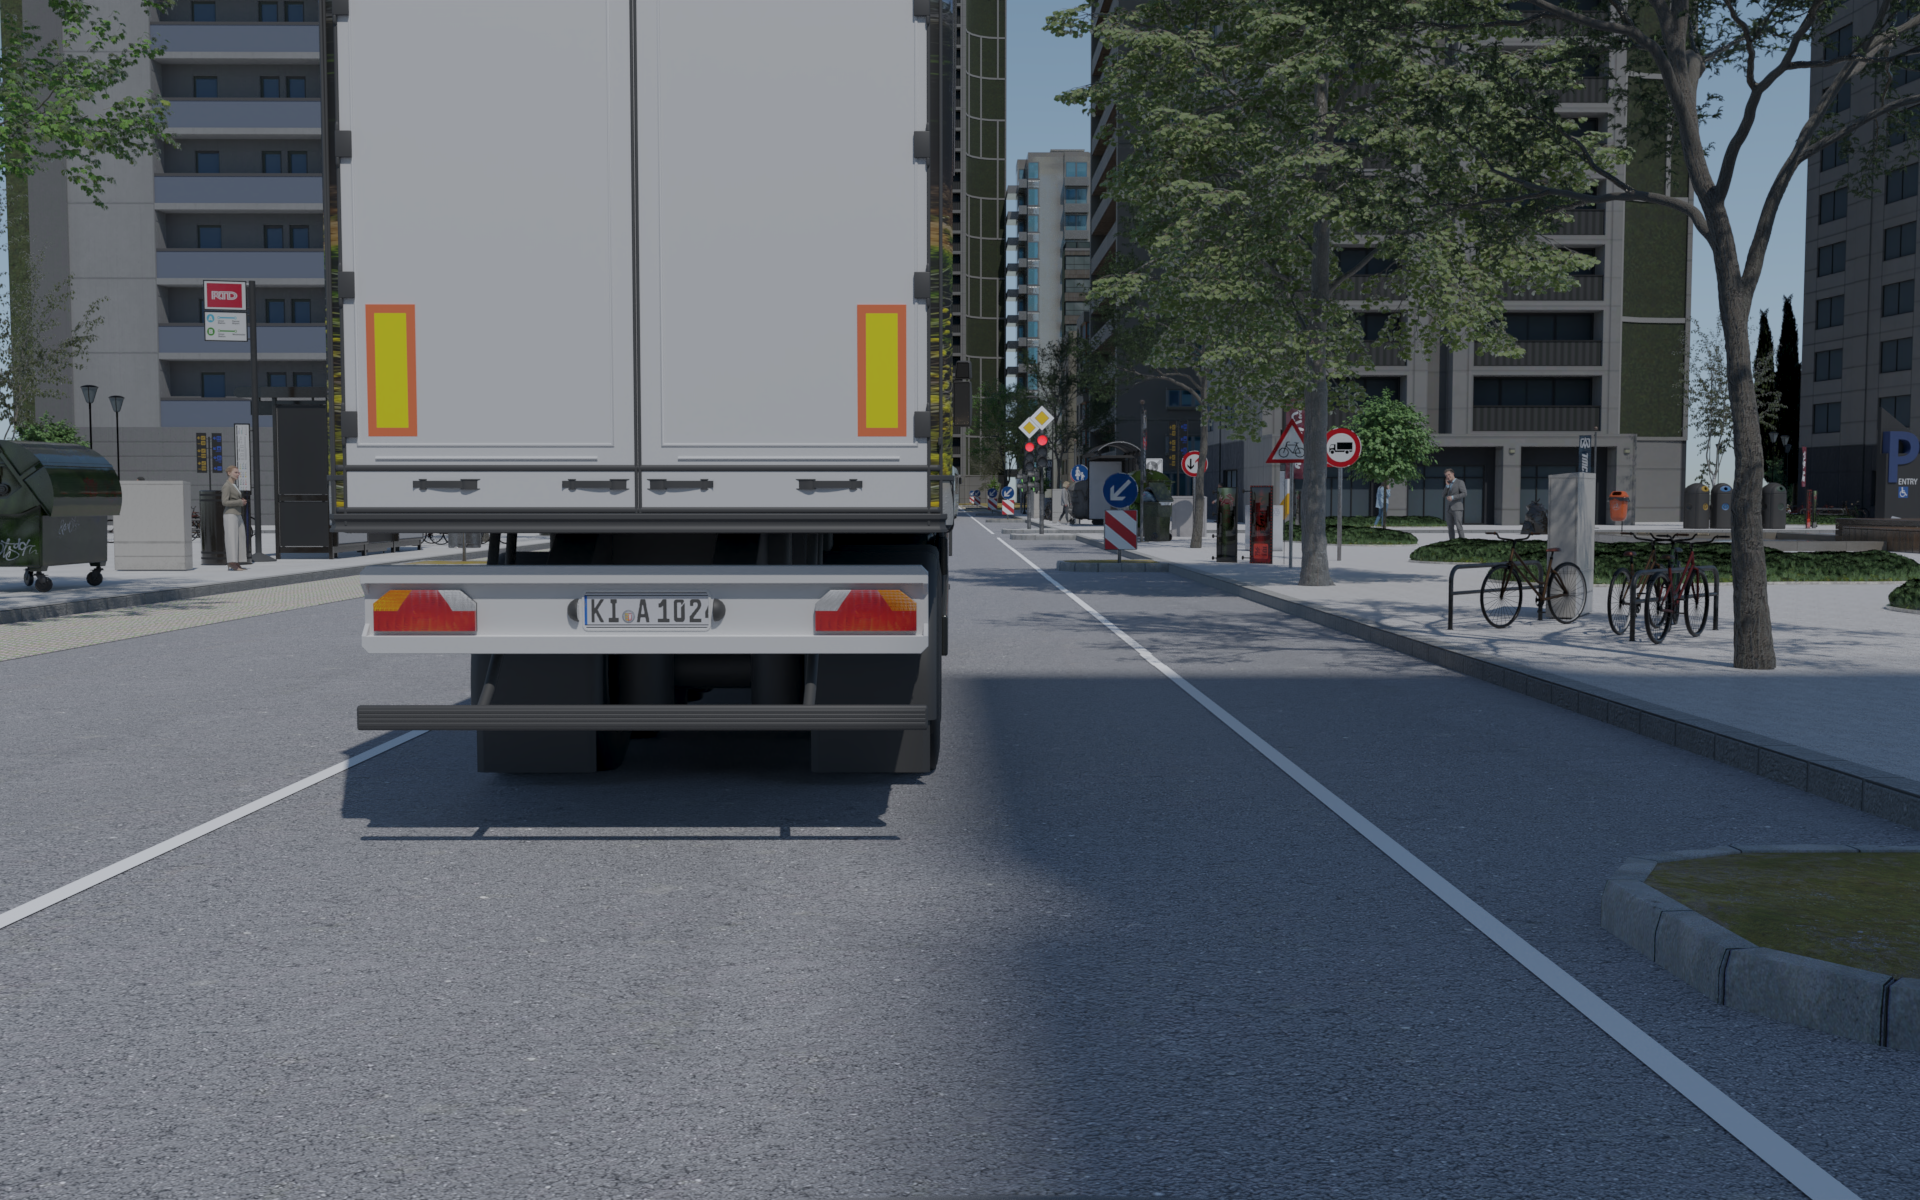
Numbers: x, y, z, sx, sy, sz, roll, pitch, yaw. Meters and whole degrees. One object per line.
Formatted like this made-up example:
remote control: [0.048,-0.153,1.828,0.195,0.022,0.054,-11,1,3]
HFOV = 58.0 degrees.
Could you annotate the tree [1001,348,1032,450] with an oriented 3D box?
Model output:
tree: [5.725,-9.881,95.962,7.601,10.594,8.767,-2,4,-32]

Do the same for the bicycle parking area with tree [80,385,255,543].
bicycle parking area with tree: [-23.568,-3.738,48.121,9.016,4.147,8.231,0,4,-5]

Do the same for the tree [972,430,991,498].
tree: [3.524,-14.406,185.892,4.360,8.622,3.978,0,3,0]

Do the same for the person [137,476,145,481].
person: [-25.358,-2.911,53.621,0.713,1.824,0.794,3,5,43]

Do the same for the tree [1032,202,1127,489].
tree: [5.942,-6.504,40.756,7.601,10.594,8.767,0,4,8]

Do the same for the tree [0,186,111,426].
tree: [-22.849,-5.550,41.110,4.360,8.622,3.978,0,3,0]

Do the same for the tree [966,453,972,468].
tree: [3.105,-15.521,204.128,4.360,8.622,3.978,0,3,0]

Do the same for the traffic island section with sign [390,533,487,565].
traffic island section with sign: [-9.354,-1.449,32.316,1.989,1.847,2.006,0,4,-1]

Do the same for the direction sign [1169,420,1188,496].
direction sign: [6.740,-3.764,53.537,0.379,3.537,0.876,-2,4,-33]

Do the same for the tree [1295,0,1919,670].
tree: [5.891,-4.794,12.793,8.767,10.594,7.601,0,4,2]

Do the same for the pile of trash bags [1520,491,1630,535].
pile of trash bags: [19.358,-2.735,54.473,1.912,1.369,3.447,-3,5,-45]

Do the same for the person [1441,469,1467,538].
person: [11.036,-2.012,38.748,0.447,1.846,0.655,-2,4,-30]

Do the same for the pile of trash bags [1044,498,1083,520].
pile of trash bags: [5.126,-4.603,85.013,1.912,1.369,3.447,0,4,-3]

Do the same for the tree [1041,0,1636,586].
tree: [5.012,-6.443,23.465,7.486,12.596,7.792,0,3,0]

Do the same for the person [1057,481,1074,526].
person: [4.292,-3.919,70.293,0.728,1.800,0.709,1,4,23]

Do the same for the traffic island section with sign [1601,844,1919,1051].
traffic island section with sign: [3.121,0.205,5.271,1.989,1.847,2.006,0,4,-1]

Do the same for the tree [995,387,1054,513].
tree: [4.278,-10.319,119.079,4.737,8.622,4.395,0,3,0]

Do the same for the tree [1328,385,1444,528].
tree: [12.954,-4.203,52.428,4.285,4.588,4.351,0,3,0]

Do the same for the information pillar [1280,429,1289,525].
information pillar: [11.669,-4.339,62.298,0.183,3.616,0.504,-2,4,-25]

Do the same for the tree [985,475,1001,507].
tree: [3.334,-11.048,175.239,1.663,3.219,1.824,0,3,0]

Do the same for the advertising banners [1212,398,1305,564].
advertising banners: [5.525,-2.180,31.833,2.074,3.025,0.090,3,5,43]

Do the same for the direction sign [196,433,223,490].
direction sign: [-27.764,-4.411,64.123,0.876,3.537,0.379,-2,4,-32]

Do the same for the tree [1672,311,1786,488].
tree: [29.636,-7.166,67.527,4.360,8.622,3.978,0,3,0]

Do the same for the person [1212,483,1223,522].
person: [11.613,-4.306,76.727,0.850,1.792,0.678,2,4,26]

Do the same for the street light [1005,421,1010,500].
street light: [3.551,-8.382,109.585,1.470,5.913,1.316,0,4,-1]

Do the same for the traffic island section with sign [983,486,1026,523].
traffic island section with sign: [2.299,-4.849,87.916,1.989,1.847,2.006,0,4,-1]

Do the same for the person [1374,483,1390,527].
person: [15.203,-3.433,62.437,0.793,1.790,0.793,2,4,35]

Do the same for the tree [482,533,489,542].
tree: [-13.115,-6.836,46.179,7.601,10.594,8.767,-1,4,-11]

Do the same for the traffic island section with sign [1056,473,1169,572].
traffic island section with sign: [2.847,-1.477,32.783,1.989,1.847,2.006,0,4,-1]

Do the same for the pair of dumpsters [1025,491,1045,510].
pair of dumpsters: [5.902,-8.116,135.194,1.574,2.255,4.437,0,4,-1]

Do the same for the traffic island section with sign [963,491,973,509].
traffic island section with sign: [1.517,-9.584,165.322,1.989,1.847,2.006,0,4,-1]

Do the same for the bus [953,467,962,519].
bus: [-1.450,-6.394,99.397,2.948,3.499,13.247,0,4,1]

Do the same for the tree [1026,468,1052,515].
tree: [4.962,-6.921,107.762,1.663,3.219,1.824,0,3,0]

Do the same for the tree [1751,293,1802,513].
tree: [59.670,-13.291,119.121,13.155,14.587,18.604,0,4,-5]

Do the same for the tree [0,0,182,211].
tree: [-11.678,-5.589,17.143,9.928,11.665,9.643,0,3,0]

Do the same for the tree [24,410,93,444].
tree: [-35.624,-5.134,67.650,4.285,4.588,4.351,0,3,0]

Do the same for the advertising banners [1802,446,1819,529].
advertising banners: [31.417,-4.151,64.063,0.090,3.025,2.074,3,5,42]

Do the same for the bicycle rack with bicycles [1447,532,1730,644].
bicycle rack with bicycles: [6.083,-0.180,16.331,2.925,0.926,2.852,-3,5,-43]

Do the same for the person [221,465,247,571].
person: [-12.103,-1.367,28.938,0.362,1.759,0.519,0,4,-3]

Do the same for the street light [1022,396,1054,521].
street light: [3.848,-6.694,81.992,1.470,5.913,1.316,0,4,-1]

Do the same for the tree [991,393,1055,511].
tree: [4.945,-10.771,126.462,4.360,8.622,3.978,0,3,0]

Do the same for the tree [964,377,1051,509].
tree: [4.211,-13.903,153.073,9.928,11.665,9.643,0,3,0]

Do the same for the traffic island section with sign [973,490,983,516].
traffic island section with sign: [2.024,-6.498,114.870,1.989,1.847,2.006,0,4,-1]

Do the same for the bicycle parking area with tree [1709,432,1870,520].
bicycle parking area with tree: [39.110,-5.835,82.411,9.016,4.147,8.231,3,5,44]

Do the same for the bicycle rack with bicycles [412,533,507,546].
bicycle rack with bicycles: [-12.780,-1.878,44.095,2.925,0.926,2.852,-1,4,-22]
